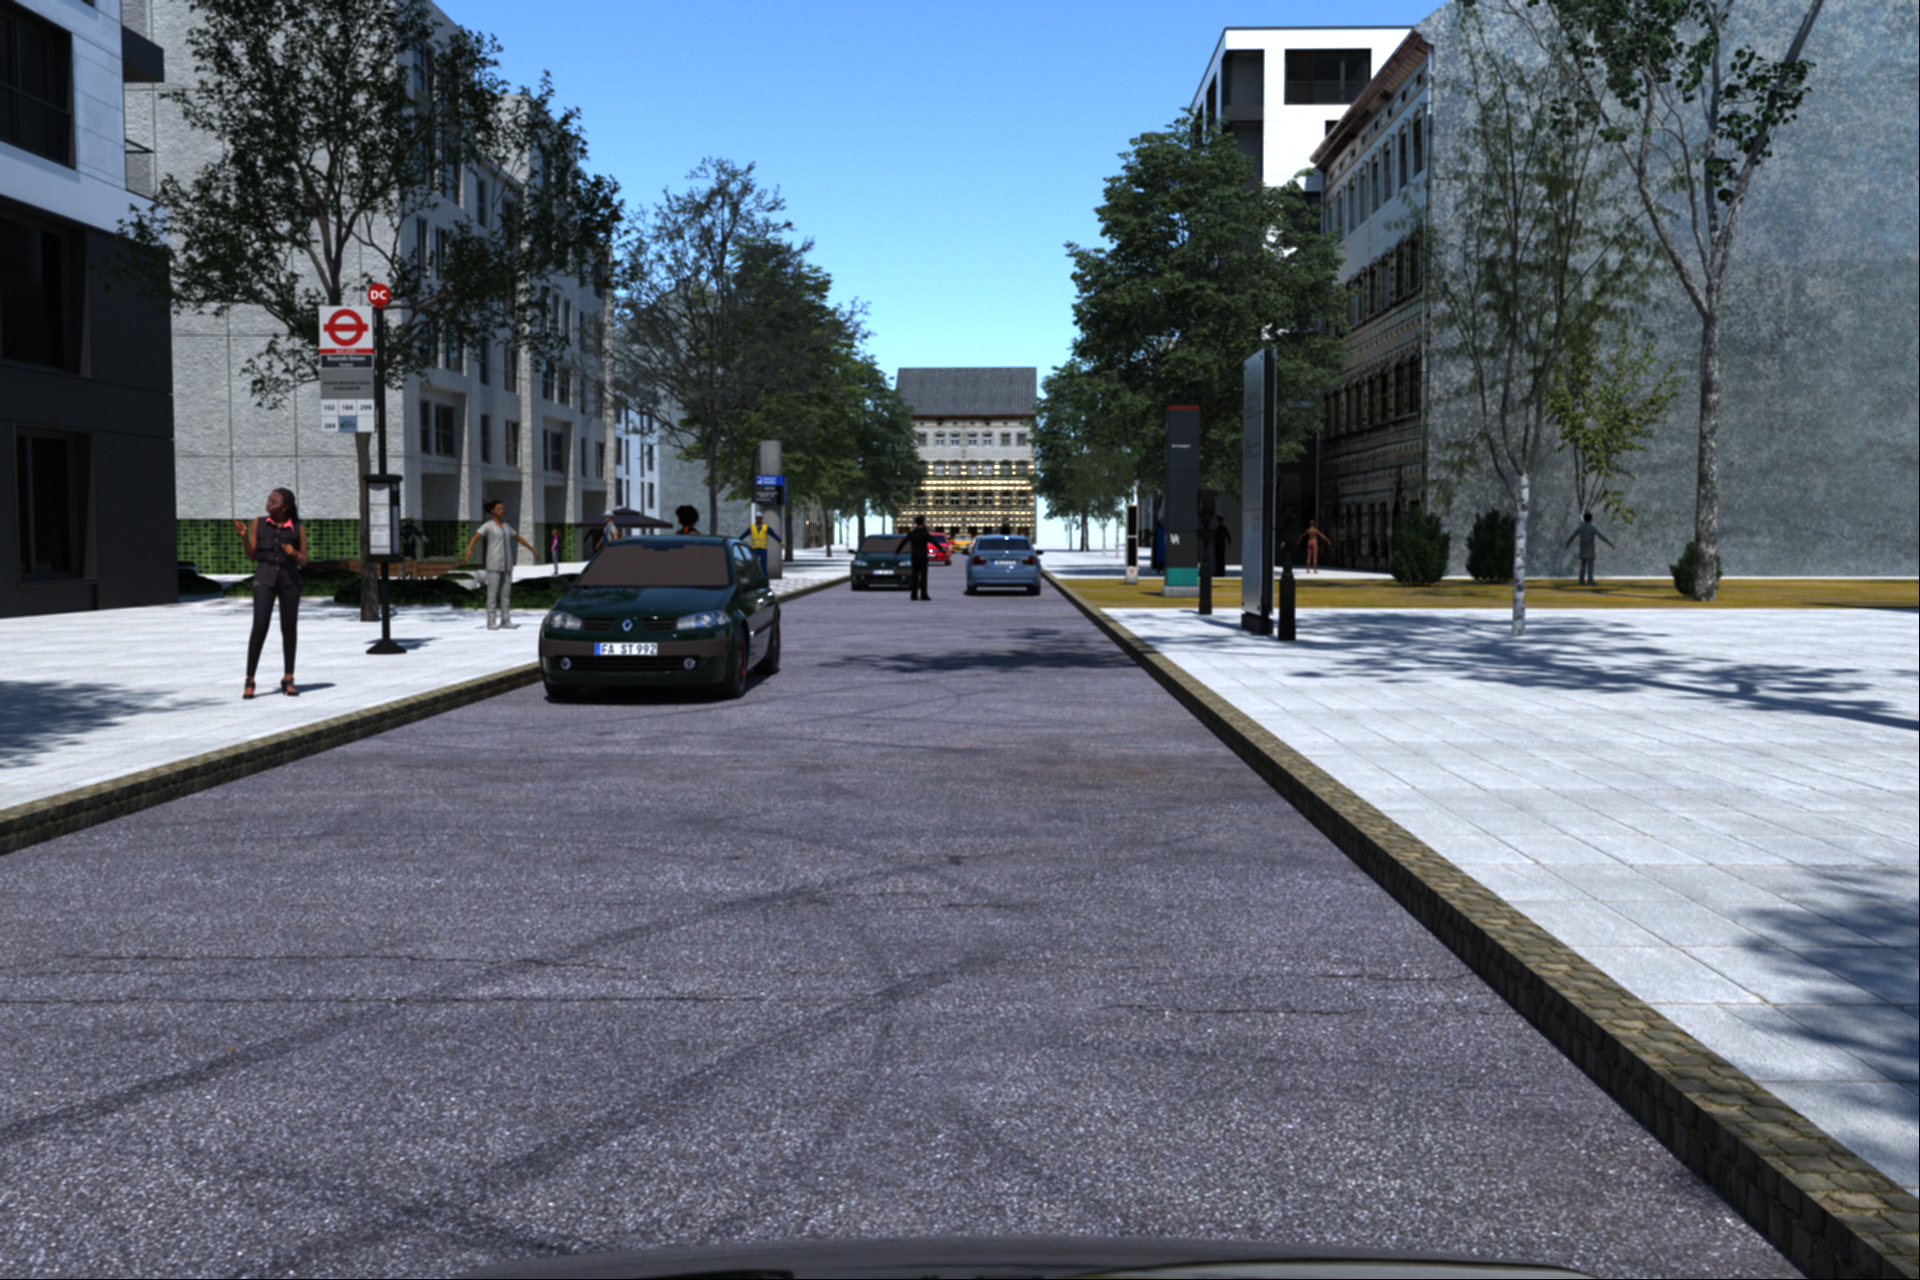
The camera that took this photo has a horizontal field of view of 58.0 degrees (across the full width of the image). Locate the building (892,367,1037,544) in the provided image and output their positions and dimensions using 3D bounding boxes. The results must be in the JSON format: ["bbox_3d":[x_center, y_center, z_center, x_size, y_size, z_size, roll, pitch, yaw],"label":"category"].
[{"bbox_3d":[0.968,-24.053,226.652,18.063,23.208,19.493,0,4,3],"label":"building"}]

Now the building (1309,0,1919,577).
[{"bbox_3d":[23.511,-14.042,60.513,19.493,23.208,18.063,0,4,2],"label":"building"}]

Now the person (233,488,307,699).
[{"bbox_3d":[-5.391,-0.372,13.601,0.415,1.643,0.593,1,4,22],"label":"person"}]

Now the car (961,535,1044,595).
[{"bbox_3d":[1.031,-1.818,41.721,2.014,1.417,4.499,0,4,1],"label":"car"}]

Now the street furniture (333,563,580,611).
[{"bbox_3d":[-8.537,-1.110,33.774,5.734,0.657,10.072,0,4,0],"label":"street furniture"}]

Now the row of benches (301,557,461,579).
[{"bbox_3d":[-14.958,-1.813,45.105,4.104,0.672,1.422,0,4,-4],"label":"row of benches"}]

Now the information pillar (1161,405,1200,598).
[{"bbox_3d":[4.496,-2.797,35.117,0.750,3.857,0.750,0,4,1],"label":"information pillar"}]

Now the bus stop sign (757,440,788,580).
[{"bbox_3d":[-5.342,-3.664,48.924,0.837,3.901,0.837,0,4,3],"label":"bus stop sign"}]

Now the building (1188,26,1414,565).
[{"bbox_3d":[25.038,-14.813,86.163,27.936,21.610,32.646,0,4,1],"label":"building"}]

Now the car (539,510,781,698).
[{"bbox_3d":[-2.737,-0.403,16.379,2.009,1.686,4.222,0,4,1],"label":"car"}]

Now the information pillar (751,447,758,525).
[{"bbox_3d":[-5.496,-3.365,46.376,0.183,3.616,0.504,0,4,3],"label":"information pillar"}]

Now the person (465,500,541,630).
[{"bbox_3d":[-6.158,-1.011,23.303,0.721,1.739,1.217,3,4,38],"label":"person"}]

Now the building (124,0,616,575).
[{"bbox_3d":[-25.682,-12.454,70.080,16.747,18.905,31.486,0,4,1],"label":"building"}]

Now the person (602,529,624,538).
[{"bbox_3d":[-14.071,-3.914,69.760,1.354,1.858,0.705,0,4,-2],"label":"person"}]

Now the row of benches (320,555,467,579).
[{"bbox_3d":[-15.944,-2.057,49.098,4.104,0.672,1.422,-2,4,-27],"label":"row of benches"}]

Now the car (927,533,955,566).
[{"bbox_3d":[-1.305,-4.321,79.695,2.155,1.783,4.494,0,4,1],"label":"car"}]

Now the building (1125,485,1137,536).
[{"bbox_3d":[24.658,-15.794,200.385,9.099,9.664,28.070,0,4,1],"label":"building"}]

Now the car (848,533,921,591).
[{"bbox_3d":[-1.872,-2.162,45.141,2.009,1.686,4.222,0,4,1],"label":"car"}]

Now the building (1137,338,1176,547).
[{"bbox_3d":[26.609,-18.258,164.977,16.747,18.905,31.486,0,4,1],"label":"building"}]

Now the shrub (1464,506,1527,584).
[{"bbox_3d":[13.797,-2.462,44.673,1.690,2.028,1.600,0,3,0],"label":"shrub"}]

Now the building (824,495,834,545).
[{"bbox_3d":[-24.543,-22.354,196.419,19.493,23.208,18.063,0,4,2],"label":"building"}]

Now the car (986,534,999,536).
[{"bbox_3d":[2.556,-7.107,128.201,2.014,1.417,4.499,0,4,1],"label":"car"}]

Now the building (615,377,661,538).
[{"bbox_3d":[-22.631,-9.960,105.001,9.099,9.664,28.070,0,4,1],"label":"building"}]

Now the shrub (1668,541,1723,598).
[{"bbox_3d":[14.825,-1.454,34.884,1.383,1.207,1.383,0,3,0],"label":"shrub"}]

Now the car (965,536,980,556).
[{"bbox_3d":[1.283,-3.896,76.056,2.083,1.381,4.827,0,3,0],"label":"car"}]

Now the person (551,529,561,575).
[{"bbox_3d":[-12.674,-2.733,53.955,0.599,1.433,0.991,-1,4,-13],"label":"person"}]

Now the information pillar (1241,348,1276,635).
[{"bbox_3d":[3.918,-1.923,22.759,0.184,3.620,1.656,0,4,1],"label":"information pillar"}]

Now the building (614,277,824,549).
[{"bbox_3d":[-22.380,-19.861,155.661,19.493,23.208,18.063,0,4,0],"label":"building"}]

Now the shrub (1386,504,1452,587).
[{"bbox_3d":[11.170,-2.310,42.187,1.690,2.028,1.600,0,3,0],"label":"shrub"}]

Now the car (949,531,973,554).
[{"bbox_3d":[0.235,-7.184,127.680,2.015,1.641,3.980,0,4,1],"label":"car"}]

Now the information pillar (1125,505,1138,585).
[{"bbox_3d":[4.354,-2.411,43.913,0.304,2.012,0.304,0,4,1],"label":"information pillar"}]

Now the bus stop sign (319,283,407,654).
[{"bbox_3d":[-6.397,-1.825,18.538,0.855,3.939,0.416,0,4,1],"label":"bus stop sign"}]

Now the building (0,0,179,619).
[{"bbox_3d":[-28.604,-10.479,15.299,27.936,21.610,32.646,0,4,1],"label":"building"}]

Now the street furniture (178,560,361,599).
[{"bbox_3d":[-15.768,-1.414,38.749,5.734,0.657,10.072,-1,4,-16],"label":"street furniture"}]
